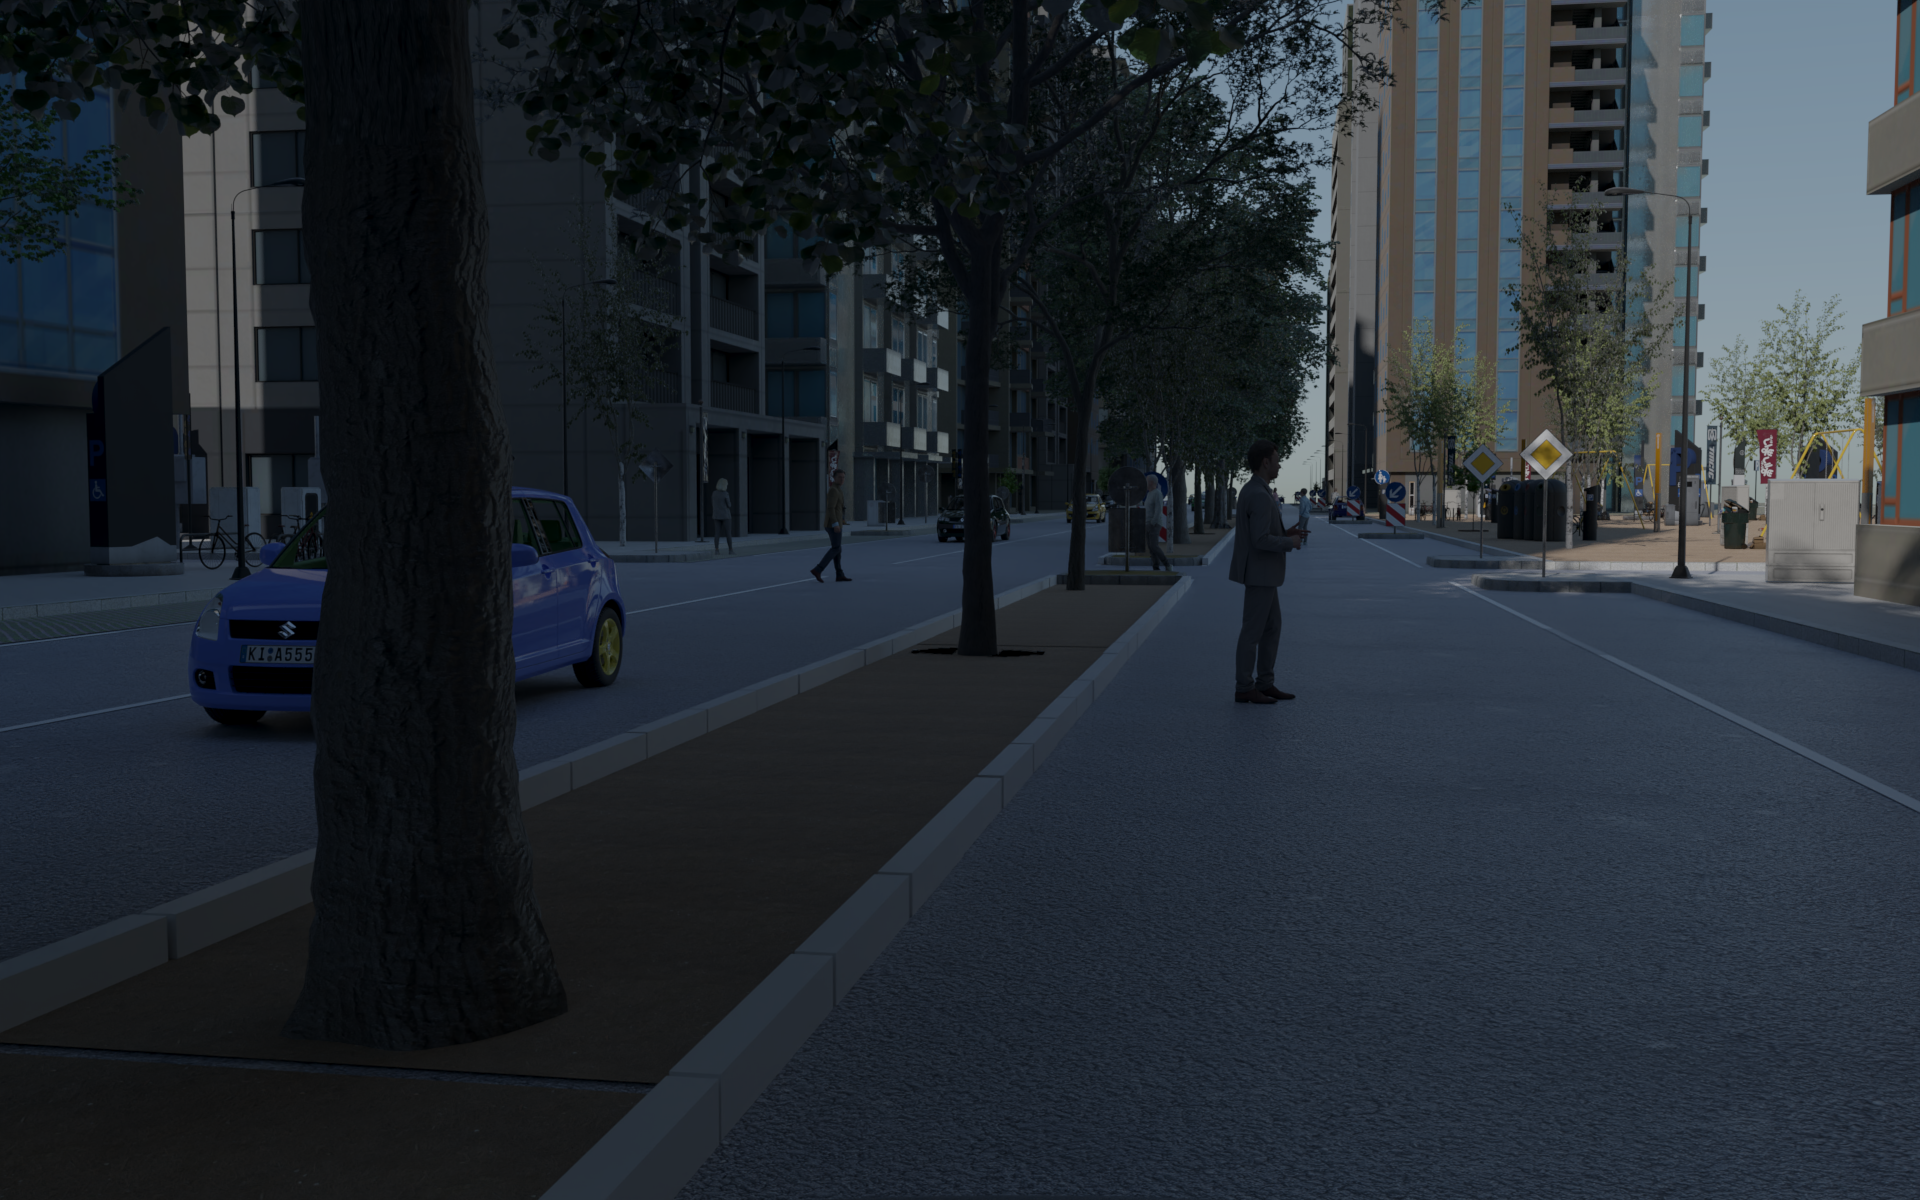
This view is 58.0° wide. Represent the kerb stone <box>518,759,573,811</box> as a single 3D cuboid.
[{"bbox_3d":[-2.013,0.879,7.816,0.120,0.150,1.000,1,4,10],"label":"kerb stone"}]

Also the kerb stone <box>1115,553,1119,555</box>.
[{"bbox_3d":[3.284,-0.942,37.604,0.120,0.150,1.000,1,4,10],"label":"kerb stone"}]

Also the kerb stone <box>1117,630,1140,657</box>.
[{"bbox_3d":[1.486,0.410,15.492,0.120,0.150,1.000,1,4,10],"label":"kerb stone"}]

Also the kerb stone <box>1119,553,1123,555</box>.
[{"bbox_3d":[3.478,-1.004,38.607,0.120,0.150,1.000,1,4,10],"label":"kerb stone"}]

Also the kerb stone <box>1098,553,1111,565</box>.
[{"bbox_3d":[2.939,-0.819,35.589,0.120,0.150,1.000,1,4,10],"label":"kerb stone"}]

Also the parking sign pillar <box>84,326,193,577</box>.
[{"bbox_3d":[-13.121,-2.382,27.419,1.447,3.967,1.447,2,4,23],"label":"parking sign pillar"}]

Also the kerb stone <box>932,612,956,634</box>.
[{"bbox_3d":[-0.219,0.263,17.900,0.120,0.150,1.000,1,4,10],"label":"kerb stone"}]

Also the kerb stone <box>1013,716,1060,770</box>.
[{"bbox_3d":[0.410,0.782,9.413,0.120,0.150,1.000,1,4,10],"label":"kerb stone"}]

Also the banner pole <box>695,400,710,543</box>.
[{"bbox_3d":[-6.827,-3.434,46.169,0.401,3.779,0.863,0,4,7],"label":"banner pole"}]

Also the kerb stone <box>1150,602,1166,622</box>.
[{"bbox_3d":[2.207,0.163,19.526,0.120,0.150,1.000,1,4,10],"label":"kerb stone"}]

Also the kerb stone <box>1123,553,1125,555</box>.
[{"bbox_3d":[3.651,-1.062,39.615,0.120,0.150,1.000,1,4,10],"label":"kerb stone"}]

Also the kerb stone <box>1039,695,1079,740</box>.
[{"bbox_3d":[0.586,0.720,10.431,0.120,0.150,1.000,1,4,10],"label":"kerb stone"}]

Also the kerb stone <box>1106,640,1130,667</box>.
[{"bbox_3d":[1.302,0.473,14.474,0.120,0.150,1.000,1,4,10],"label":"kerb stone"}]

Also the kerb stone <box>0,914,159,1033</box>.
[{"bbox_3d":[-2.557,1.065,4.787,0.120,0.150,1.000,1,4,10],"label":"kerb stone"}]

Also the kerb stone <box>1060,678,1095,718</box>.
[{"bbox_3d":[0.766,0.658,11.438,0.120,0.150,1.000,1,4,10],"label":"kerb stone"}]

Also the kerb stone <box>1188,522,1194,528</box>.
[{"bbox_3d":[10.308,-3.347,76.966,0.120,0.150,1.000,1,4,10],"label":"kerb stone"}]

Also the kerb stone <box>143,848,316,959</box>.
[{"bbox_3d":[-2.366,1.004,5.798,0.120,0.150,1.000,1,4,10],"label":"kerb stone"}]

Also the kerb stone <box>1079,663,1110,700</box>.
[{"bbox_3d":[0.953,0.596,12.454,0.120,0.150,1.000,1,4,10],"label":"kerb stone"}]

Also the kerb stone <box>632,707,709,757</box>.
[{"bbox_3d":[-1.655,0.756,9.832,0.120,0.150,1.000,1,4,10],"label":"kerb stone"}]

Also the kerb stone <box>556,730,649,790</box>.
[{"bbox_3d":[-1.833,0.821,8.823,0.120,0.150,1.000,1,4,10],"label":"kerb stone"}]

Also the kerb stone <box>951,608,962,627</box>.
[{"bbox_3d":[-0.034,0.201,18.909,0.120,0.150,1.000,1,4,10],"label":"kerb stone"}]

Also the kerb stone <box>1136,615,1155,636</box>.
[{"bbox_3d":[1.848,0.287,17.510,0.120,0.150,1.000,1,4,10],"label":"kerb stone"}]

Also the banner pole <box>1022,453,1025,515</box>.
[{"bbox_3d":[3.856,-7.060,105.452,0.401,3.779,0.863,0,4,-8],"label":"banner pole"}]

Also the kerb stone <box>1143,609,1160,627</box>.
[{"bbox_3d":[2.025,0.227,18.520,0.120,0.150,1.000,1,4,10],"label":"kerb stone"}]

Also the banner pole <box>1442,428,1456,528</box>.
[{"bbox_3d":[18.487,-4.621,65.576,0.401,3.779,0.863,-1,4,-22],"label":"banner pole"}]

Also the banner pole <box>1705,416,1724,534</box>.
[{"bbox_3d":[24.274,-4.017,55.702,0.863,3.779,0.401,-2,4,-25],"label":"banner pole"}]

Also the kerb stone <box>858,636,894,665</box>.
[{"bbox_3d":[-0.750,0.452,14.875,0.120,0.150,1.000,1,4,10],"label":"kerb stone"}]

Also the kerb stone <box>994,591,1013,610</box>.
[{"bbox_3d":[0.508,0.015,21.952,0.120,0.150,1.000,1,4,10],"label":"kerb stone"}]

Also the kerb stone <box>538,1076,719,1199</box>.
[{"bbox_3d":[-0.677,1.156,3.327,0.120,0.150,1.000,1,4,10],"label":"kerb stone"}]

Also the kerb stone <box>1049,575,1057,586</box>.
[{"bbox_3d":[1.406,-0.293,26.987,0.120,0.150,1.000,1,4,10],"label":"kerb stone"}]

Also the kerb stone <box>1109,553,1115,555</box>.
[{"bbox_3d":[3.116,-0.878,36.596,0.120,0.150,1.000,1,4,10],"label":"kerb stone"}]

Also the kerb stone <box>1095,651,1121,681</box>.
[{"bbox_3d":[1.130,0.538,13.462,0.120,0.150,1.000,1,4,10],"label":"kerb stone"}]

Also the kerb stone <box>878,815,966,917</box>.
[{"bbox_3d":[-0.133,0.968,6.370,0.120,0.150,1.000,1,4,10],"label":"kerb stone"}]

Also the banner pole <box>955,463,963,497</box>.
[{"bbox_3d":[-0.088,-7.480,112.309,0.863,3.779,0.401,-3,5,-43],"label":"banner pole"}]

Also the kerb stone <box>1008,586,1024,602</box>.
[{"bbox_3d":[0.684,-0.047,22.962,0.120,0.150,1.000,1,4,10],"label":"kerb stone"}]

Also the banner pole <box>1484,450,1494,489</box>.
[{"bbox_3d":[29.879,-6.606,98.020,0.863,3.779,0.401,2,4,30],"label":"banner pole"}]

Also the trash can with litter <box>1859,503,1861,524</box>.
[{"bbox_3d":[27.403,-2.554,53.147,1.055,1.170,0.624,-3,5,-40],"label":"trash can with litter"}]

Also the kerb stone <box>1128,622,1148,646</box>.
[{"bbox_3d":[1.669,0.348,16.504,0.120,0.150,1.000,1,4,10],"label":"kerb stone"}]

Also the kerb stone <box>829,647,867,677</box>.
[{"bbox_3d":[-0.939,0.517,13.867,0.120,0.150,1.000,1,4,10],"label":"kerb stone"}]

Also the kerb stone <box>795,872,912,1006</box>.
[{"bbox_3d":[-0.318,1.031,5.345,0.120,0.150,1.000,1,4,10],"label":"kerb stone"}]

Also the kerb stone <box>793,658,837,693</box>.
[{"bbox_3d":[-1.113,0.574,12.856,0.120,0.150,1.000,1,4,10],"label":"kerb stone"}]

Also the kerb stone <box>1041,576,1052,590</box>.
[{"bbox_3d":[1.215,-0.228,25.983,0.120,0.150,1.000,1,4,10],"label":"kerb stone"}]

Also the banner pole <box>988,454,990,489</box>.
[{"bbox_3d":[1.300,-6.477,95.921,0.863,3.779,0.401,-3,4,-37],"label":"banner pole"}]

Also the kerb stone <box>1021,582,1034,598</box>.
[{"bbox_3d":[0.864,-0.108,23.969,0.120,0.150,1.000,1,4,10],"label":"kerb stone"}]

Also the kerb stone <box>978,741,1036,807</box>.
[{"bbox_3d":[0.228,0.844,8.398,0.120,0.150,1.000,1,4,10],"label":"kerb stone"}]

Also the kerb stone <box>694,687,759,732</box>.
[{"bbox_3d":[-1.475,0.695,10.839,0.120,0.150,1.000,1,4,10],"label":"kerb stone"}]

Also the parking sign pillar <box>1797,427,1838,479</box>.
[{"bbox_3d":[33.702,-4.916,68.854,1.447,3.967,1.447,-3,5,-45],"label":"parking sign pillar"}]

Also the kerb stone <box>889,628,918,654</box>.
[{"bbox_3d":[-0.568,0.392,15.885,0.120,0.150,1.000,1,4,10],"label":"kerb stone"}]

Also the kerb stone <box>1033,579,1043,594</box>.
[{"bbox_3d":[1.042,-0.167,24.976,0.120,0.150,1.000,1,4,10],"label":"kerb stone"}]

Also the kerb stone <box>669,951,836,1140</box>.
[{"bbox_3d":[-0.500,1.093,4.334,0.120,0.150,1.000,1,4,10],"label":"kerb stone"}]

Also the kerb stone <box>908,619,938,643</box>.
[{"bbox_3d":[-0.391,0.324,16.892,0.120,0.150,1.000,1,4,10],"label":"kerb stone"}]

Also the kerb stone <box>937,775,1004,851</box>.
[{"bbox_3d":[0.042,0.912,7.377,0.120,0.150,1.000,1,4,10],"label":"kerb stone"}]

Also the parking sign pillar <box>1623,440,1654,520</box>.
[{"bbox_3d":[33.712,-5.964,85.981,1.447,3.967,1.447,1,4,21],"label":"parking sign pillar"}]

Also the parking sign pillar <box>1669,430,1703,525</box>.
[{"bbox_3d":[30.164,-5.111,72.043,1.447,3.967,1.447,-2,4,-26],"label":"parking sign pillar"}]

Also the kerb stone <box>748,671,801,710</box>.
[{"bbox_3d":[-1.300,0.633,11.848,0.120,0.150,1.000,1,4,10],"label":"kerb stone"}]
